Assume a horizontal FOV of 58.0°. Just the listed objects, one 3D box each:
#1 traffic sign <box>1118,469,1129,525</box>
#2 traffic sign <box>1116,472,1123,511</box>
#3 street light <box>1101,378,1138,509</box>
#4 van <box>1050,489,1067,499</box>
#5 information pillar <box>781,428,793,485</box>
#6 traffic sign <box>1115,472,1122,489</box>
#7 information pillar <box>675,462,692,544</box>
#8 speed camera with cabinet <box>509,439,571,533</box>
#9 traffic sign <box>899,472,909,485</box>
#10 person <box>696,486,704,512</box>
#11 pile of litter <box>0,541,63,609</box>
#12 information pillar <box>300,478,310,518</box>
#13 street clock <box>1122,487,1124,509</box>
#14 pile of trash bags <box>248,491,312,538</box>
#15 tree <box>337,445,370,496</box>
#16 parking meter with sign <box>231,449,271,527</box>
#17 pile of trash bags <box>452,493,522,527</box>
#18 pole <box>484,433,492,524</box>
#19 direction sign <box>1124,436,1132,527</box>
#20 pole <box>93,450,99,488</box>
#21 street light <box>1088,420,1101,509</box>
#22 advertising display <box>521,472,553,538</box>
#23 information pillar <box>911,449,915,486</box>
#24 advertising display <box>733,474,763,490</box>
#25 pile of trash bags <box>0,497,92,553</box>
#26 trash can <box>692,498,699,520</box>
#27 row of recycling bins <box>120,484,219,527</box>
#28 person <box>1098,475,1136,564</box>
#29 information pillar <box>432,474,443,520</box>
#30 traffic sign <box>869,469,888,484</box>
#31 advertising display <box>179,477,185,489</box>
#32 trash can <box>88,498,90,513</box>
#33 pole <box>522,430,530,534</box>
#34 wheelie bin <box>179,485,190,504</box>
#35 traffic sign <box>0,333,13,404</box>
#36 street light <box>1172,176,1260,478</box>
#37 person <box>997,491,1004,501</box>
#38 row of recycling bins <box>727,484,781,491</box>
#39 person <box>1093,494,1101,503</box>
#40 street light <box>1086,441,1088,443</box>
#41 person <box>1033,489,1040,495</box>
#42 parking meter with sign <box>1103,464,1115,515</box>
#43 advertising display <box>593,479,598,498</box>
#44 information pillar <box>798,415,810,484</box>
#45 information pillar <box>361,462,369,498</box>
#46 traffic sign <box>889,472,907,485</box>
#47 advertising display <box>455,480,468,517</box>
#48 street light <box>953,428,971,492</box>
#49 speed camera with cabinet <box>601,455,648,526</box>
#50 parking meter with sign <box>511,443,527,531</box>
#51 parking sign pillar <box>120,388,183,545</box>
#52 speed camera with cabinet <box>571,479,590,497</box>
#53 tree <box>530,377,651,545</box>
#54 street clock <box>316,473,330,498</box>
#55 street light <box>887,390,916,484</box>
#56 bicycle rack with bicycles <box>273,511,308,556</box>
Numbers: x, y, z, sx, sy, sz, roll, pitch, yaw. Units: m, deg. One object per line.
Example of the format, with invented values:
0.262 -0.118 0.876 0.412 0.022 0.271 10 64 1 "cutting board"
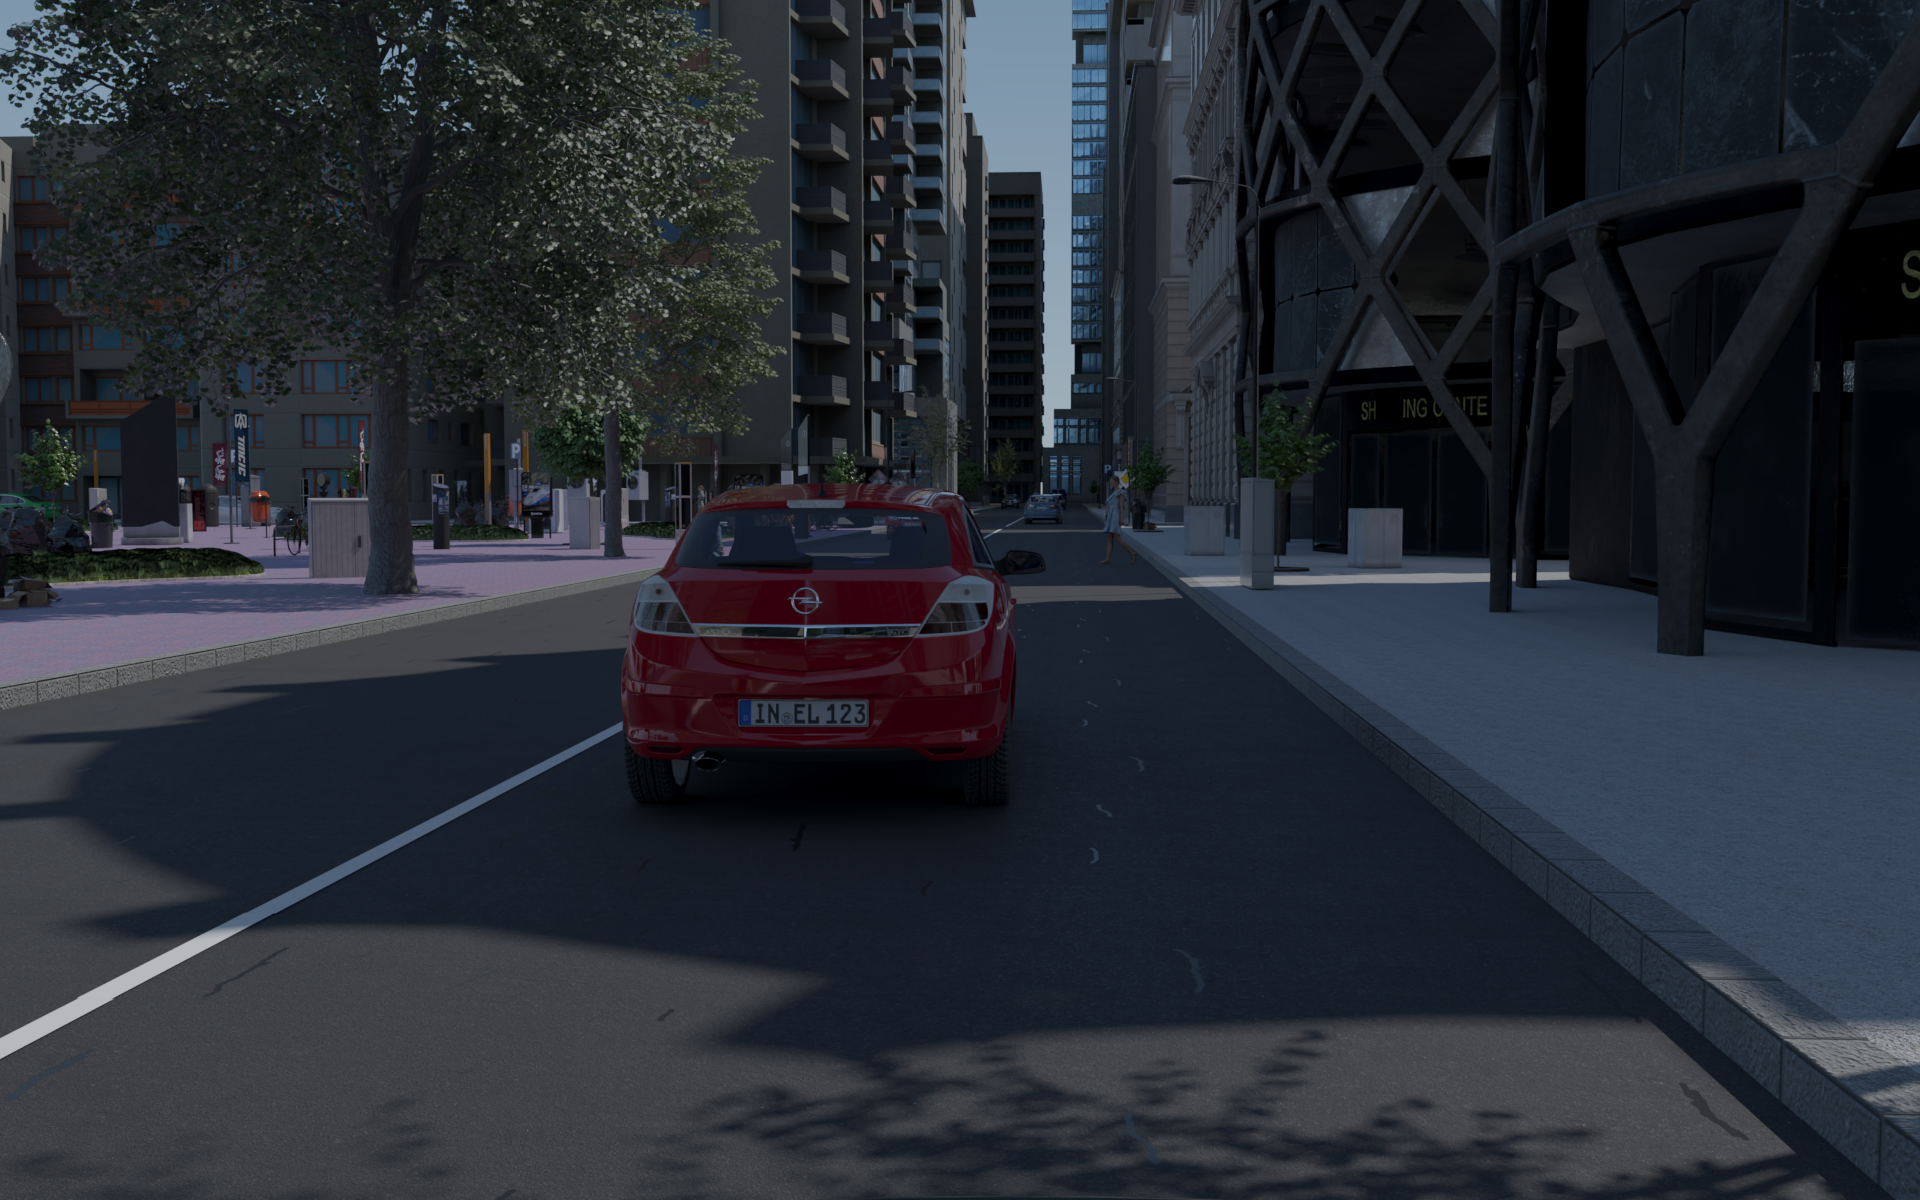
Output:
6.629 -4.011 69.222 0.795 2.450 0.064 0 4 4 "traffic sign"
7.129 -4.498 77.192 0.795 2.450 0.064 0 4 4 "traffic sign"
6.505 -5.911 69.181 1.470 5.913 1.316 0 4 4 "street light"
12.370 -13.039 217.566 2.240 2.365 5.245 0 4 3 "van"
-6.134 -4.294 61.568 0.504 3.616 0.183 2 4 33 "information pillar"
7.271 -4.656 78.251 0.606 2.300 0.079 0 4 4 "traffic sign"
-6.458 -2.199 40.448 0.304 2.012 0.304 -2 4 -30 "information pillar"
-15.122 -4.151 62.197 2.038 3.252 0.660 -1 4 -13 "speed camera with cabinet"
-2.680 -4.863 81.634 0.606 2.300 0.079 1 4 10 "traffic sign"
-11.208 -3.993 74.054 0.573 1.790 0.520 -1 4 -11 "person"
-10.937 -0.365 19.932 1.176 0.858 1.719 1 4 11 "pile of litter"
-30.228 -4.616 79.958 0.304 2.012 0.304 -3 5 -41 "information pillar"
7.452 -4.604 79.845 0.358 2.002 0.471 -1 4 -15 "street clock"
-19.846 -2.581 51.953 1.912 1.369 3.447 2 4 27 "pile of trash bags"
-23.452 -4.513 68.389 1.663 3.219 1.824 0 3 0 "tree"
-27.789 -4.382 67.900 0.543 3.016 1.738 1 4 18 "parking meter with sign"
-18.243 -3.538 67.598 3.447 1.369 1.912 3 4 37 "pile of trash bags"
-15.919 -3.946 58.365 0.158 3.312 0.155 0 3 0 "pole"
6.647 -4.644 67.933 0.379 3.537 0.876 1 4 15 "direction sign"
-39.645 -5.240 79.515 0.158 3.312 0.155 0 3 0 "pole"
8.957 -8.339 108.882 1.470 5.913 1.316 0 4 4 "street light"
-12.273 -2.755 50.259 0.974 1.923 0.123 1 4 17 "advertising display"
-2.459 -6.107 91.200 0.183 3.616 0.504 -1 4 -22 "information pillar"
-6.763 -3.065 55.324 0.974 1.923 0.123 -2 4 -24 "advertising display"
-16.990 -1.258 30.316 1.912 1.369 3.447 1 4 14 "pile of trash bags"
-10.532 -3.425 67.656 0.748 1.137 0.748 0 3 0 "trash can"
-30.899 -3.708 67.736 3.534 1.692 1.069 -1 4 -19 "row of recycling bins"
3.218 -1.646 35.500 0.778 1.811 0.616 0 4 -5 "person"
-19.520 -3.686 64.752 0.304 2.012 0.304 2 4 30 "information pillar"
-3.294 -4.050 69.864 0.795 2.450 0.064 0 4 4 "traffic sign"
-28.818 -3.593 63.959 0.123 1.923 0.974 0 4 -6 "advertising display"
-34.884 -3.571 70.032 0.748 1.137 0.748 0 3 0 "trash can"
-13.855 -3.757 55.273 0.158 3.312 0.155 0 3 0 "pole"
-27.514 -3.246 60.975 0.693 1.594 0.980 -3 5 -42 "wheelie bin"
-7.018 -0.738 12.177 0.768 2.556 0.104 0 4 7 "traffic sign"
3.790 -3.233 25.400 1.470 5.913 1.316 0 4 4 "street light"
5.694 -13.851 234.599 1.348 1.869 0.705 2 4 25 "person"
-7.516 -3.695 67.529 3.534 1.692 1.069 -3 5 -45 "row of recycling bins"
18.504 -13.646 232.428 1.217 1.723 0.721 1 4 13 "person"
11.748 -10.985 152.140 1.470 5.913 1.316 0 4 4 "street light"
5.631 -7.313 128.266 0.606 1.804 0.583 -1 4 -14 "person"
8.758 -6.389 100.724 0.543 3.016 1.738 0 4 -8 "parking meter with sign"
-13.698 -3.574 63.641 0.123 1.923 0.974 3 4 36 "advertising display"
-4.625 -3.679 51.505 0.183 3.616 0.504 -3 5 -41 "information pillar"
-13.363 -2.125 39.234 0.304 2.012 0.304 -2 4 -28 "information pillar"
-2.794 -4.538 77.833 0.795 2.450 0.064 0 4 4 "traffic sign"
-22.646 -4.492 78.657 0.123 1.923 0.974 1 4 12 "advertising display"
0.058 -9.100 121.326 1.470 5.913 1.316 0 4 4 "street light"
-13.367 -4.562 68.927 2.038 3.252 0.660 2 4 31 "speed camera with cabinet"
-14.582 -3.874 59.606 0.543 3.016 1.738 2 4 35 "parking meter with sign"
-20.493 -3.385 43.821 1.447 3.967 1.447 -1 4 -21 "parking sign pillar"
-24.862 -7.307 113.798 2.038 3.252 0.660 1 4 22 "speed camera with cabinet"
-9.392 -3.677 43.837 4.285 4.588 4.351 0 3 0 "tree"
-21.545 -3.308 58.649 0.471 2.002 0.358 2 4 32 "street clock"
-2.679 -6.428 77.644 1.470 5.913 1.316 0 4 4 "street light"
-13.221 -1.434 36.833 2.852 0.926 2.925 0 4 -4 "bicycle rack with bicycles"
